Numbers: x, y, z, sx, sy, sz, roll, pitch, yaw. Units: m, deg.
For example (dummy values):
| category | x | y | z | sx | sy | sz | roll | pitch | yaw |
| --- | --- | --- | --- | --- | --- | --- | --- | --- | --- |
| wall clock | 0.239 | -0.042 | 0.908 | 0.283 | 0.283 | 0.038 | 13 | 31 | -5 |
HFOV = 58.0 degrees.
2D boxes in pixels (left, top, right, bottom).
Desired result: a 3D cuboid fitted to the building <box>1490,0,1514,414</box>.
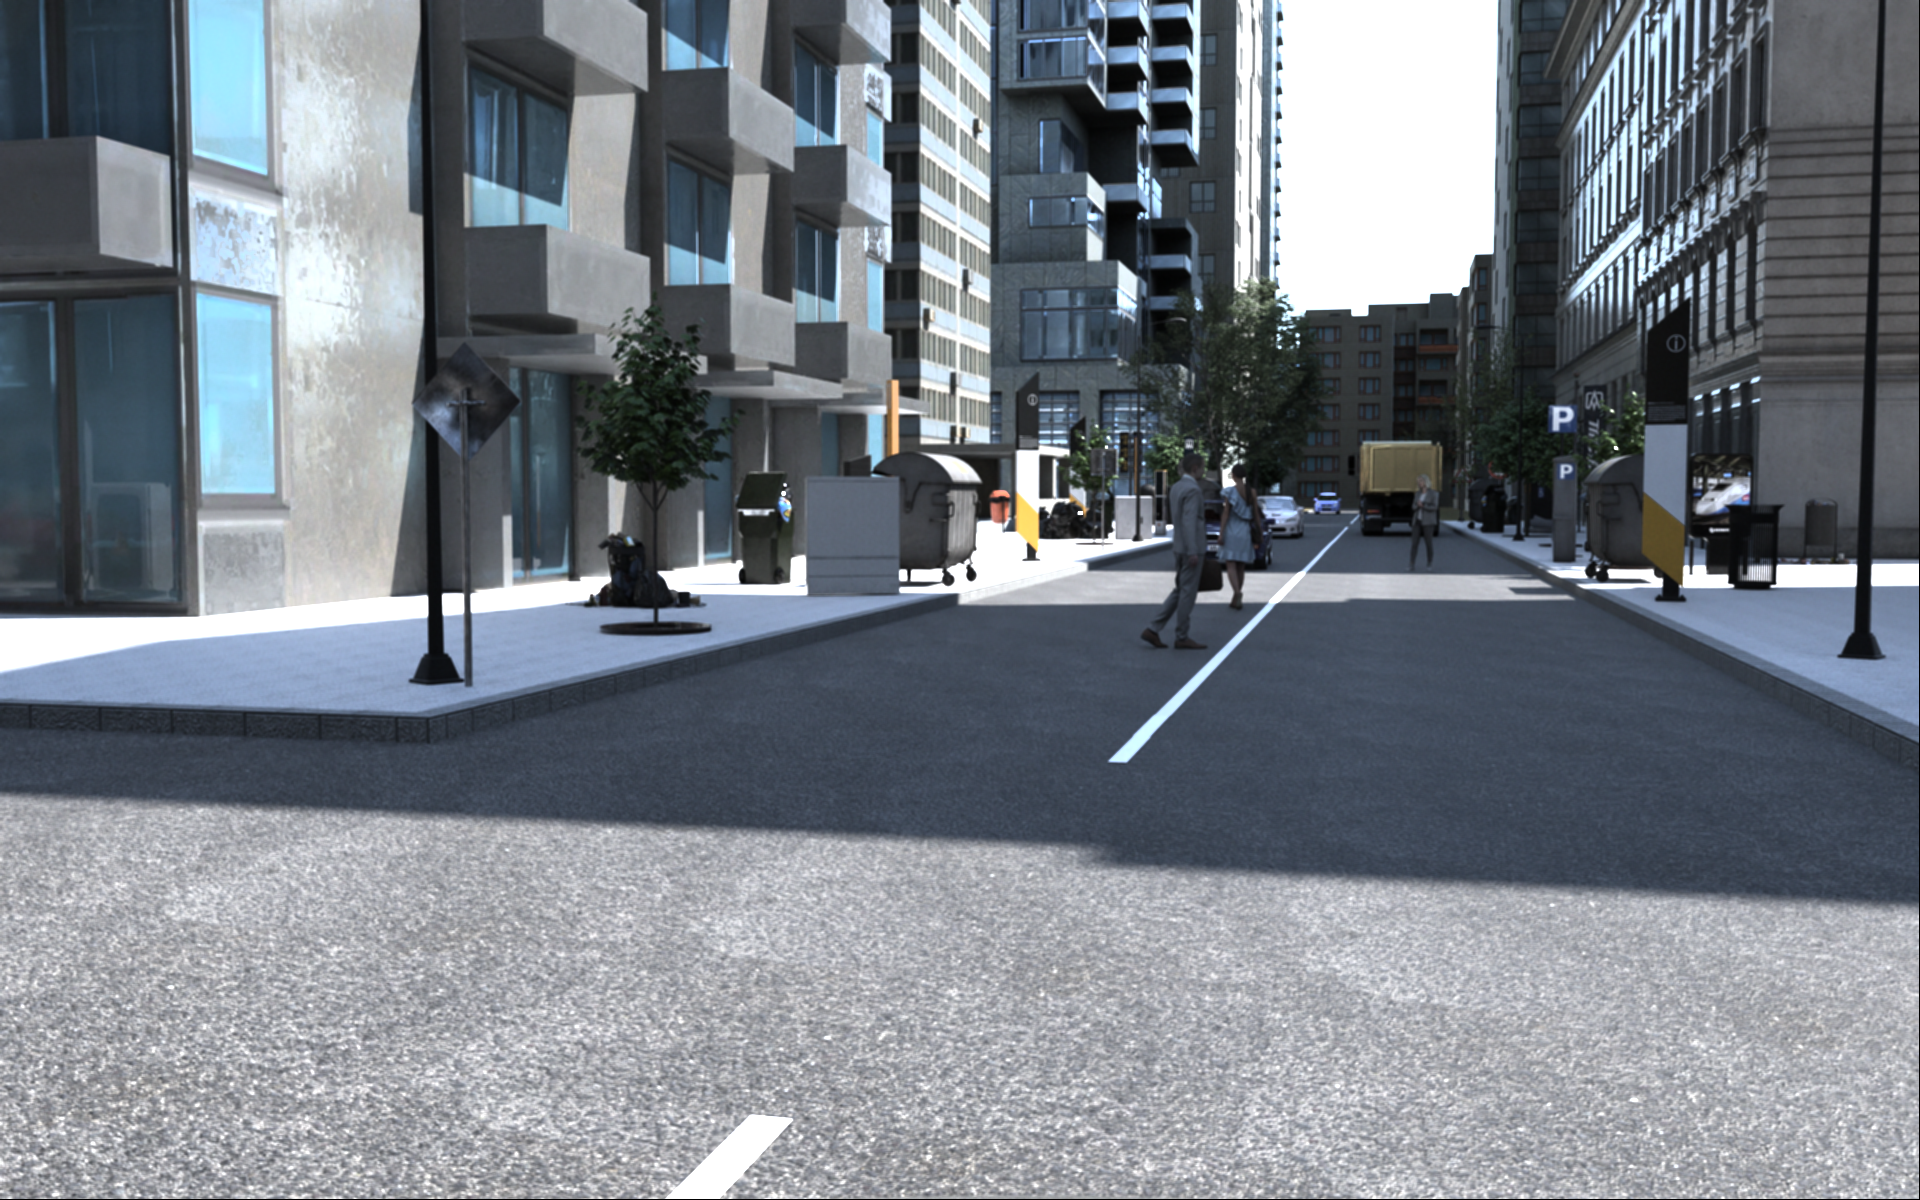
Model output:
| category | x | y | z | sx | sy | sz | roll | pitch | yaw |
| --- | --- | --- | --- | --- | --- | --- | --- | --- | --- |
| building | 47.878 | -31.671 | 107.061 | 28.713 | 52.752 | 27.495 | 1 | 4 | 14 |

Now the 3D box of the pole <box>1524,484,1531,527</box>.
| category | x | y | z | sx | sy | sz | roll | pitch | yaw |
| --- | --- | --- | --- | --- | --- | --- | --- | --- | --- |
| pole | 20.945 | -4.283 | 63.874 | 0.158 | 3.312 | 0.155 | 0 | 3 | 0 |

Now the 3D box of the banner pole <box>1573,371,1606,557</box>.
| category | x | y | z | sx | sy | sz | roll | pitch | yaw |
| --- | --- | --- | --- | --- | --- | --- | --- | --- | --- |
| banner pole | 12.710 | -2.763 | 35.184 | 0.401 | 3.779 | 0.863 | -3 | 5 | -45 |

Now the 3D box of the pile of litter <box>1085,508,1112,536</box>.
| category | x | y | z | sx | sy | sz | roll | pitch | yaw |
| --- | --- | --- | --- | --- | --- | --- | --- | --- | --- |
| pile of litter | 3.829 | -2.419 | 53.510 | 1.719 | 0.858 | 1.176 | 3 | 5 | 42 |

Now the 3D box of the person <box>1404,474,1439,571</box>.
| category | x | y | z | sx | sy | sz | roll | pitch | yaw |
| --- | --- | --- | --- | --- | --- | --- | --- | --- | --- |
| person | 8.656 | -1.447 | 32.349 | 0.526 | 1.800 | 0.537 | -3 | 4 | -37 |

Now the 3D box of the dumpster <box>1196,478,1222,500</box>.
| category | x | y | z | sx | sy | sz | roll | pitch | yaw |
| --- | --- | --- | --- | --- | --- | --- | --- | --- | --- |
| dumpster | 8.991 | -3.563 | 64.014 | 1.264 | 1.857 | 1.865 | 1 | 4 | 14 |

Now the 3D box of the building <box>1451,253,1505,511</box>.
| category | x | y | z | sx | sy | sz | roll | pitch | yaw |
| --- | --- | --- | --- | --- | --- | --- | --- | --- | --- |
| building | 53.780 | -17.770 | 135.586 | 27.650 | 21.520 | 28.899 | 1 | 4 | 14 |

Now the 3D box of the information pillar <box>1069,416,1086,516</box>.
| category | x | y | z | sx | sy | sz | roll | pitch | yaw |
| --- | --- | --- | --- | --- | --- | --- | --- | --- | --- |
| information pillar | 3.543 | -3.709 | 51.991 | 0.504 | 3.616 | 0.183 | 1 | 4 | 16 |

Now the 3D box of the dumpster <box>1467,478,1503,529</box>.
| category | x | y | z | sx | sy | sz | roll | pitch | yaw |
| --- | --- | --- | --- | --- | --- | --- | --- | --- | --- |
| dumpster | 19.342 | -3.544 | 63.695 | 1.264 | 1.857 | 1.865 | 1 | 4 | 14 |

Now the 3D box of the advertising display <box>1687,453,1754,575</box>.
| category | x | y | z | sx | sy | sz | roll | pitch | yaw |
| --- | --- | --- | --- | --- | --- | --- | --- | --- | --- |
| advertising display | 12.054 | -1.361 | 27.473 | 0.974 | 1.923 | 0.123 | 0 | 4 | 2 |

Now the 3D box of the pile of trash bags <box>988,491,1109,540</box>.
| category | x | y | z | sx | sy | sz | roll | pitch | yaw |
| --- | --- | --- | --- | --- | --- | --- | --- | --- | --- |
| pile of trash bags | 2.417 | -2.415 | 49.231 | 3.447 | 1.369 | 1.912 | -1 | 4 | -23 |

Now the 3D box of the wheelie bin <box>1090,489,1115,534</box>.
| category | x | y | z | sx | sy | sz | roll | pitch | yaw |
| --- | --- | --- | --- | --- | --- | --- | --- | --- | --- |
| wheelie bin | 4.618 | -2.956 | 56.240 | 0.693 | 1.594 | 0.980 | -1 | 4 | -22 |

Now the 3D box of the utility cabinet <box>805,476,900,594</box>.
| category | x | y | z | sx | sy | sz | roll | pitch | yaw |
| --- | --- | --- | --- | --- | --- | --- | --- | --- | --- |
| utility cabinet | -1.369 | -0.814 | 21.991 | 1.173 | 1.500 | 0.318 | -1 | 4 | -10 |

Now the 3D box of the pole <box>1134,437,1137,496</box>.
| category | x | y | z | sx | sy | sz | roll | pitch | yaw |
| --- | --- | --- | --- | --- | --- | --- | --- | --- | --- |
| pole | 6.351 | -4.182 | 62.222 | 0.158 | 3.312 | 0.155 | 0 | 3 | 0 |

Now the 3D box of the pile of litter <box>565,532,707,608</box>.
| category | x | y | z | sx | sy | sz | roll | pitch | yaw |
| --- | --- | --- | --- | --- | --- | --- | --- | --- | --- |
| pile of litter | -3.739 | -0.367 | 19.966 | 1.719 | 0.858 | 1.176 | 3 | 4 | 37 |

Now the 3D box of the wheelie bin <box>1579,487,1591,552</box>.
| category | x | y | z | sx | sy | sz | roll | pitch | yaw |
| --- | --- | --- | --- | --- | --- | --- | --- | --- | --- |
| wheelie bin | 14.265 | -1.871 | 38.499 | 0.980 | 1.594 | 0.693 | 2 | 4 | 34 |

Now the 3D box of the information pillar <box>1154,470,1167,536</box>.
| category | x | y | z | sx | sy | sz | roll | pitch | yaw |
| --- | --- | --- | --- | --- | --- | --- | --- | --- | --- |
| information pillar | 6.187 | -2.991 | 53.394 | 0.304 | 2.012 | 0.304 | 1 | 4 | 23 |

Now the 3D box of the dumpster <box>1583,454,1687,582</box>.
| category | x | y | z | sx | sy | sz | roll | pitch | yaw |
| --- | --- | --- | --- | --- | --- | --- | --- | --- | --- |
| dumpster | 9.985 | -1.217 | 25.652 | 1.264 | 1.857 | 1.865 | 1 | 4 | 13 |

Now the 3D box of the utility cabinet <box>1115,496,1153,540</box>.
| category | x | y | z | sx | sy | sz | roll | pitch | yaw |
| --- | --- | --- | --- | --- | --- | --- | --- | --- | --- |
| utility cabinet | 4.838 | -2.267 | 48.221 | 1.020 | 1.237 | 0.306 | 0 | 4 | -6 |

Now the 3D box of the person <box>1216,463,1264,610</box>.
| category | x | y | z | sx | sy | sz | roll | pitch | yaw |
| --- | --- | --- | --- | --- | --- | --- | --- | --- | --- |
| person | 3.495 | -0.791 | 21.532 | 0.616 | 1.811 | 0.778 | 0 | 4 | -3 |

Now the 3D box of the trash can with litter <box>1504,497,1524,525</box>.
| category | x | y | z | sx | sy | sz | roll | pitch | yaw |
| --- | --- | --- | --- | --- | --- | --- | --- | --- | --- |
| trash can with litter | 22.728 | -3.678 | 71.518 | 1.055 | 1.170 | 0.624 | -2 | 4 | -31 |

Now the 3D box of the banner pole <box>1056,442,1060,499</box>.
| category | x | y | z | sx | sy | sz | roll | pitch | yaw |
| --- | --- | --- | --- | --- | --- | --- | --- | --- | --- |
| banner pole | 4.614 | -5.726 | 83.640 | 0.863 | 3.779 | 0.401 | -3 | 5 | -41 |

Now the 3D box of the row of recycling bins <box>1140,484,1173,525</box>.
| category | x | y | z | sx | sy | sz | roll | pitch | yaw |
| --- | --- | --- | --- | --- | --- | --- | --- | --- | --- |
| row of recycling bins | 8.730 | -3.998 | 72.474 | 3.534 | 1.692 | 1.069 | -3 | 5 | -45 |

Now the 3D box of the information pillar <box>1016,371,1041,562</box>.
| category | x | y | z | sx | sy | sz | roll | pitch | yaw |
| --- | --- | --- | --- | --- | --- | --- | --- | --- | --- |
| information pillar | 1.291 | -2.539 | 32.870 | 0.504 | 3.616 | 0.183 | -2 | 4 | -31 |

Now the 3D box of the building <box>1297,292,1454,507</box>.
| category | x | y | z | sx | sy | sz | roll | pitch | yaw |
| --- | --- | --- | --- | --- | --- | --- | --- | --- | --- |
| building | 50.264 | -20.416 | 178.840 | 28.899 | 21.520 | 27.650 | 1 | 4 | 14 |

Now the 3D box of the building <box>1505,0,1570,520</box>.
| category | x | y | z | sx | sy | sz | roll | pitch | yaw |
| --- | --- | --- | --- | --- | --- | --- | --- | --- | --- |
| building | 35.555 | -19.428 | 89.356 | 14.160 | 30.474 | 14.107 | 1 | 4 | 14 |

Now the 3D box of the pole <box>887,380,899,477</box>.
| category | x | y | z | sx | sy | sz | roll | pitch | yaw |
| --- | --- | --- | --- | --- | --- | --- | --- | --- | --- |
| pole | -1.206 | -2.279 | 31.112 | 0.158 | 3.312 | 0.155 | 0 | 3 | 0 |

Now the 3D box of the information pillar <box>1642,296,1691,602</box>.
| category | x | y | z | sx | sy | sz | roll | pitch | yaw |
| --- | --- | --- | --- | --- | --- | --- | --- | --- | --- |
| information pillar | 8.439 | -1.793 | 20.675 | 0.504 | 3.616 | 0.183 | 1 | 4 | 23 |

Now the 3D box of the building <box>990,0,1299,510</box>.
| category | x | y | z | sx | sy | sz | roll | pitch | yaw |
| --- | --- | --- | --- | --- | --- | --- | --- | --- | --- |
| building | 20.734 | -53.179 | 182.154 | 31.000 | 86.520 | 22.319 | 1 | 4 | 14 |

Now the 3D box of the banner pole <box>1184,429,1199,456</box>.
| category | x | y | z | sx | sy | sz | roll | pitch | yaw |
| --- | --- | --- | --- | --- | --- | --- | --- | --- | --- |
| banner pole | 8.888 | -4.661 | 66.218 | 0.863 | 3.779 | 0.401 | -2 | 4 | -30 |

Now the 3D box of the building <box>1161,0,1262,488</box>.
| category | x | y | z | sx | sy | sz | roll | pitch | yaw |
| --- | --- | --- | --- | --- | --- | --- | --- | --- | --- |
| building | 11.090 | -33.985 | 144.894 | 27.495 | 52.752 | 28.713 | 1 | 4 | 14 |

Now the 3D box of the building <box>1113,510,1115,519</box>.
| category | x | y | z | sx | sy | sz | roll | pitch | yaw |
| --- | --- | --- | --- | --- | --- | --- | --- | --- | --- |
| building | 3.664 | -48.227 | 101.187 | 22.319 | 86.520 | 31.000 | 1 | 4 | 14 |

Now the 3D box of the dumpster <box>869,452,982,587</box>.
| category | x | y | z | sx | sy | sz | roll | pitch | yaw |
| --- | --- | --- | --- | --- | --- | --- | --- | --- | --- |
| dumpster | -0.494 | -1.159 | 24.709 | 1.264 | 1.857 | 1.865 | 1 | 4 | 14 |

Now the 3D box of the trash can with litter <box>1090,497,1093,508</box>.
| category | x | y | z | sx | sy | sz | roll | pitch | yaw |
| --- | --- | --- | --- | --- | --- | --- | --- | --- | --- |
| trash can with litter | 6.390 | -4.182 | 79.768 | 0.624 | 1.170 | 1.055 | -1 | 4 | -22 |

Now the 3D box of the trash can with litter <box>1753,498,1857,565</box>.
| category | x | y | z | sx | sy | sz | roll | pitch | yaw |
| --- | --- | --- | --- | --- | --- | --- | --- | --- | --- |
| trash can with litter | 15.403 | -1.274 | 31.892 | 2.233 | 1.210 | 1.678 | 1 | 4 | 20 |

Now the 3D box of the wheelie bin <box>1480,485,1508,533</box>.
| category | x | y | z | sx | sy | sz | roll | pitch | yaw |
| --- | --- | --- | --- | --- | --- | --- | --- | --- | --- |
| wheelie bin | 17.712 | -3.026 | 57.377 | 0.980 | 1.594 | 0.693 | -3 | 4 | -37 |

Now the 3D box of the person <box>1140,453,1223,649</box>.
| category | x | y | z | sx | sy | sz | roll | pitch | yaw |
| --- | --- | --- | --- | --- | --- | --- | --- | --- | --- |
| person | 2.118 | -0.454 | 16.038 | 0.853 | 1.813 | 0.709 | -1 | 4 | -15 |

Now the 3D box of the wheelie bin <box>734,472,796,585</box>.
| category | x | y | z | sx | sy | sz | roll | pitch | yaw |
| --- | --- | --- | --- | --- | --- | --- | --- | --- | --- |
| wheelie bin | -2.777 | -1.028 | 24.713 | 0.980 | 1.594 | 0.693 | 1 | 4 | 22 |
